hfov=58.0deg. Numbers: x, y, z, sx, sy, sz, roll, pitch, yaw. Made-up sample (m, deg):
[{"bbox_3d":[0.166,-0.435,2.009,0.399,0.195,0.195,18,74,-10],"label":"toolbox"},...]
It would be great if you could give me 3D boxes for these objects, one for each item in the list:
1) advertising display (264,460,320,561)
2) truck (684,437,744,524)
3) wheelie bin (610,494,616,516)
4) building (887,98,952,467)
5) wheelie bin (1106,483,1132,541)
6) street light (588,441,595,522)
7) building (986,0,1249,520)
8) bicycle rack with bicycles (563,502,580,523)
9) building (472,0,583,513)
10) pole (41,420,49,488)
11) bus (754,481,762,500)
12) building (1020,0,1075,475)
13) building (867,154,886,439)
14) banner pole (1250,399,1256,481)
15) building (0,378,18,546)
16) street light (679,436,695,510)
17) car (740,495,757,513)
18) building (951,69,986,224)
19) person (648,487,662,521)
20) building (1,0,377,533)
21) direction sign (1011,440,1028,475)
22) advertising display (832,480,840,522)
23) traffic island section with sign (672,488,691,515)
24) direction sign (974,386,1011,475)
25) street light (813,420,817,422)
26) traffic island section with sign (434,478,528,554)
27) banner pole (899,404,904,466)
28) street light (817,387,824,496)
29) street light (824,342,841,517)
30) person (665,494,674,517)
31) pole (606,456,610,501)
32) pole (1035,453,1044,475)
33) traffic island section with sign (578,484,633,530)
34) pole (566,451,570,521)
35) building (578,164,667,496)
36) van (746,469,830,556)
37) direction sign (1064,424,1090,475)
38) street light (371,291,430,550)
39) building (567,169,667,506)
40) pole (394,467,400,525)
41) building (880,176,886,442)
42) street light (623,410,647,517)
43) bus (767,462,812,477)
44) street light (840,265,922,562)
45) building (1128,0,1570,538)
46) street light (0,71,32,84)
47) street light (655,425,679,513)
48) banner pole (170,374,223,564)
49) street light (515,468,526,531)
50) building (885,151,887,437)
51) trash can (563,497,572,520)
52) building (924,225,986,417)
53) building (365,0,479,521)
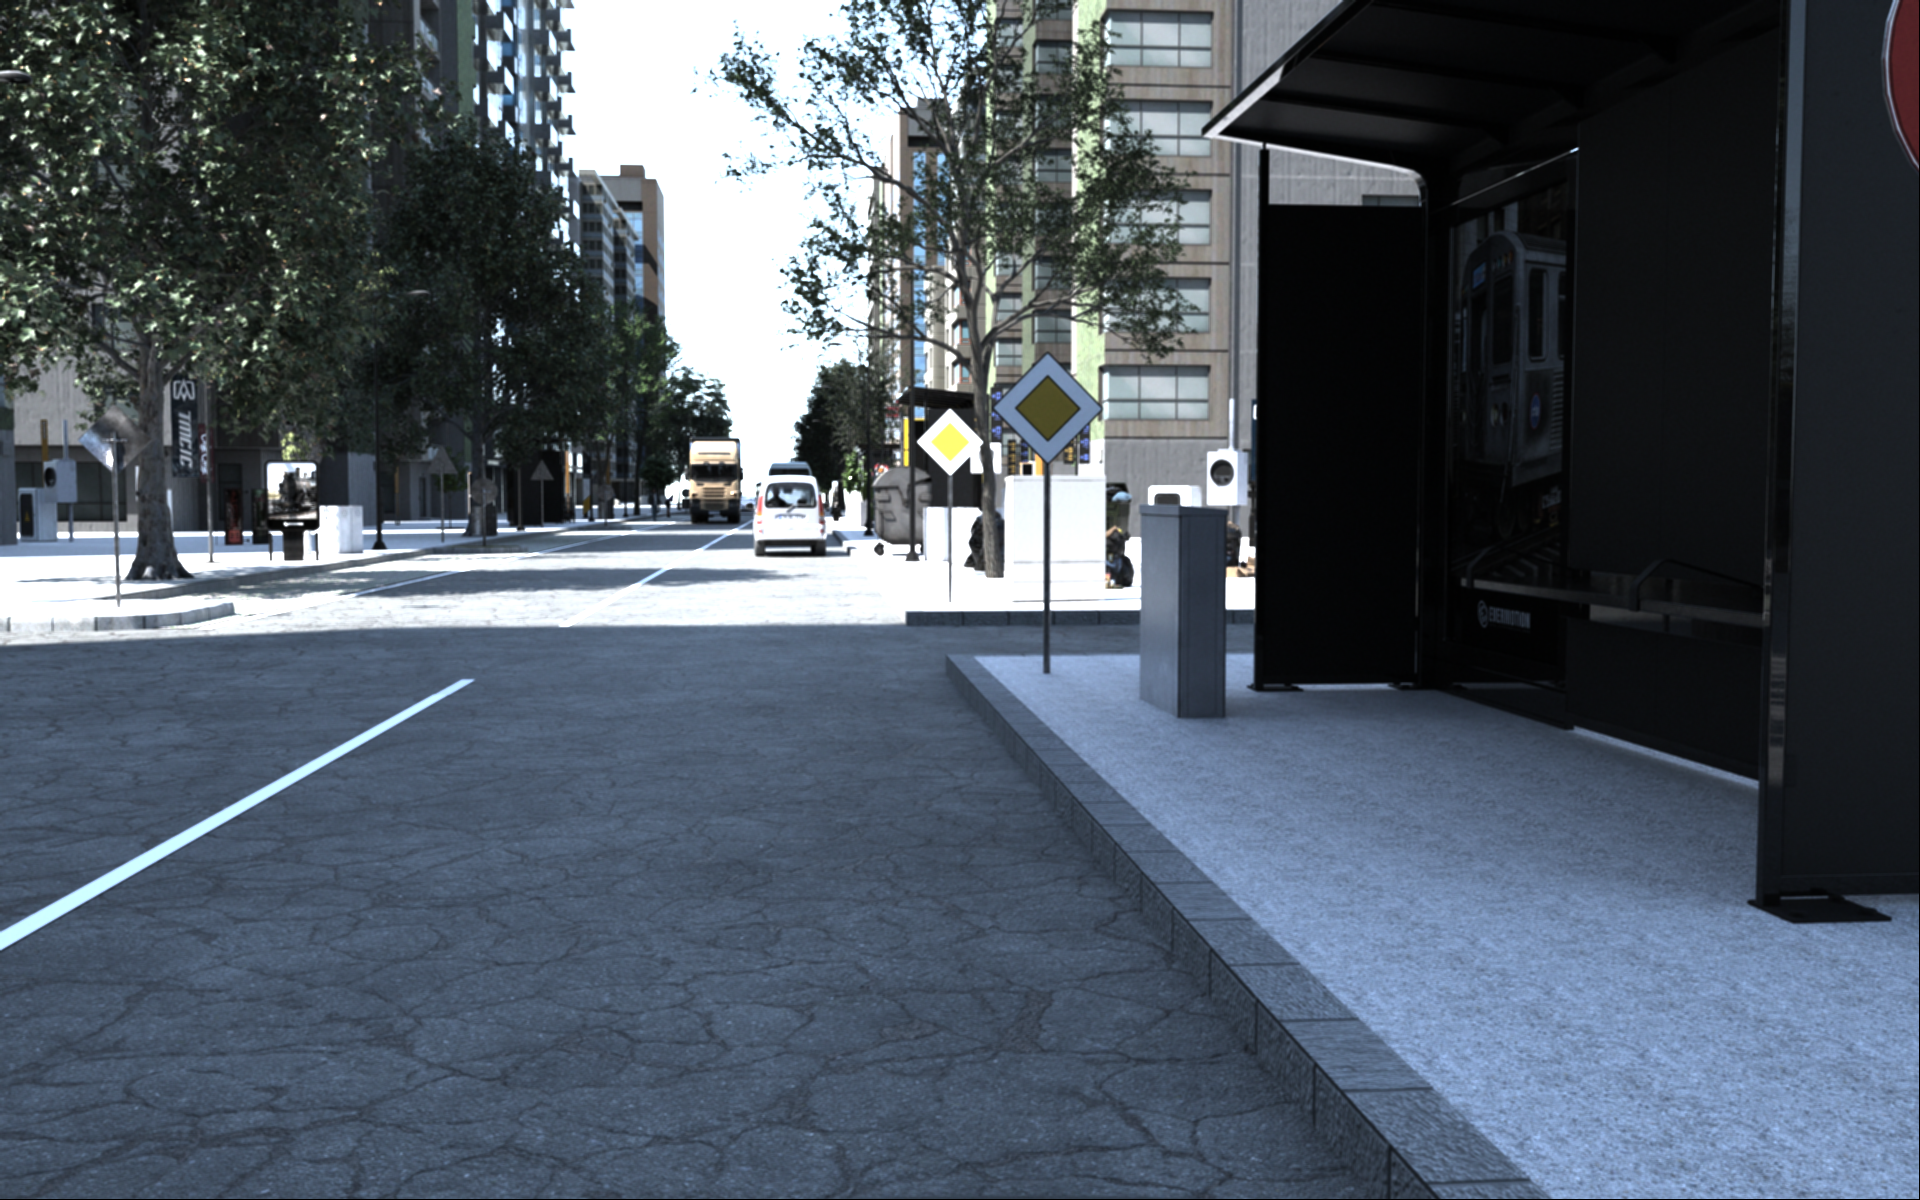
[{"bbox_3d":[-12.733,-1.703,33.054,0.974,1.923,0.123,0,4,-8],"label":"advertising display"},{"bbox_3d":[-12.336,-6.043,87.710,2.839,4.237,11.283,0,4,-7],"label":"truck"},{"bbox_3d":[-19.072,-5.247,93.691,0.980,1.594,0.693,1,4,8],"label":"wheelie bin"},{"bbox_3d":[-0.342,-33.453,197.059,14.600,45.320,14.200,0,4,-5],"label":"building"},{"bbox_3d":[4.265,-2.414,47.372,0.980,1.594,0.693,3,4,36],"label":"wheelie bin"},{"bbox_3d":[-16.708,-6.630,80.940,1.470,5.913,1.316,0,4,-5],"label":"street light"},{"bbox_3d":[8.362,-25.715,104.038,14.154,41.232,14.086,0,4,-5],"label":"building"},{"bbox_3d":[-18.152,-3.913,77.361,2.852,0.926,2.925,0,4,3],"label":"bicycle rack with bicycles"},{"bbox_3d":[-42.495,-31.656,137.179,23.786,49.044,30.456,0,4,-5],"label":"building"},{"bbox_3d":[-25.101,-3.285,47.561,0.158,3.312,0.155,0,3,0],"label":"pole"},{"bbox_3d":[-26.856,-14.953,239.341,2.948,3.499,13.247,0,4,-5],"label":"bus"},{"bbox_3d":[9.921,-19.435,89.471,14.160,30.474,14.107,0,4,-5],"label":"building"},{"bbox_3d":[-1.960,-37.922,243.721,21.300,48.544,21.600,0,4,-5],"label":"building"},{"bbox_3d":[7.133,-3.064,40.118,0.863,3.779,0.401,1,4,22],"label":"banner pole"},{"bbox_3d":[-30.274,-21.508,35.245,14.154,41.232,14.086,0,4,-5],"label":"building"},{"bbox_3d":[-21.812,-10.115,137.916,1.470,5.913,1.316,0,4,-5],"label":"street light"},{"bbox_3d":[-15.115,-6.696,121.842,2.083,1.381,4.827,0,4,-6],"label":"car"},{"bbox_3d":[11.984,-28.195,152.873,32.217,40.220,23.993,0,4,-5],"label":"building"},{"bbox_3d":[-16.123,-5.045,91.335,0.721,1.781,0.623,3,4,36],"label":"person"},{"bbox_3d":[-30.092,-17.781,62.413,14.160,30.474,14.107,0,4,-5],"label":"building"},{"bbox_3d":[2.422,-4.906,72.202,0.876,3.537,0.379,-1,4,-11],"label":"direction sign"},{"bbox_3d":[-5.779,-4.620,80.744,0.123,1.923,0.974,-1,4,-20],"label":"advertising display"},{"bbox_3d":[-18.650,-6.707,118.288,1.989,1.847,2.006,0,4,-5],"label":"traffic island section with sign"},{"bbox_3d":[0.595,-2.742,36.826,0.379,3.537,0.876,-3,5,-42],"label":"direction sign"},{"bbox_3d":[-7.152,-7.494,95.071,1.470,5.913,1.316,0,4,-5],"label":"street light"},{"bbox_3d":[-11.597,-2.048,42.109,1.989,1.847,2.006,0,4,-5],"label":"traffic island section with sign"},{"bbox_3d":[-1.614,-3.557,48.166,0.401,3.779,0.863,0,4,-6],"label":"banner pole"},{"bbox_3d":[-5.299,-6.239,74.543,1.470,5.913,1.316,0,4,-5],"label":"street light"},{"bbox_3d":[-3.345,-4.926,53.085,1.470,5.913,1.316,0,4,-5],"label":"street light"},{"bbox_3d":[-17.762,-5.767,106.021,0.421,1.427,0.697,2,4,34],"label":"person"},{"bbox_3d":[-18.712,-6.007,92.060,0.158,3.312,0.155,0,3,0],"label":"pole"},{"bbox_3d":[1.550,-2.407,33.199,0.158,3.312,0.155,0,3,0],"label":"pole"},{"bbox_3d":[-14.081,-3.689,68.950,1.989,1.847,2.006,0,4,-5],"label":"traffic island section with sign"},{"bbox_3d":[-18.688,-5.423,82.509,0.158,3.312,0.155,0,3,0],"label":"pole"},{"bbox_3d":[-47.951,-35.983,238.427,14.600,45.320,14.200,0,4,-5],"label":"building"},{"bbox_3d":[-4.085,-2.095,41.265,2.013,2.044,4.112,0,4,-7],"label":"van"},{"bbox_3d":[3.022,-3.234,44.872,0.379,3.537,0.876,-3,5,-45],"label":"direction sign"},{"bbox_3d":[-12.797,-4.105,39.656,1.470,5.913,1.316,0,4,-5],"label":"street light"},{"bbox_3d":[-53.975,-32.233,218.885,32.217,40.220,23.993,0,4,-5],"label":"building"},{"bbox_3d":[-23.337,-4.766,71.769,0.158,3.312,0.155,0,3,0],"label":"pole"},{"bbox_3d":[-3.445,-33.159,225.748,14.154,41.232,14.086,0,4,-5],"label":"building"},{"bbox_3d":[-18.039,-7.558,96.112,1.470,5.913,1.316,0,4,-5],"label":"street light"},{"bbox_3d":[-10.457,-6.785,105.787,2.948,3.499,13.247,0,4,-6],"label":"bus"},{"bbox_3d":[-1.438,-3.671,32.562,1.470,5.913,1.316,0,4,-5],"label":"street light"},{"bbox_3d":[10.536,-22.808,56.501,14.154,41.232,14.086,0,4,-5],"label":"building"},{"bbox_3d":[-10.894,-2.850,19.134,1.470,5.913,1.316,0,4,-5],"label":"street light"},{"bbox_3d":[-19.960,-8.828,116.871,1.470,5.913,1.316,0,4,-5],"label":"street light"},{"bbox_3d":[-14.095,-2.563,31.922,0.863,3.779,0.401,-2,4,-35],"label":"banner pole"},{"bbox_3d":[-14.772,-5.365,60.258,1.470,5.913,1.316,0,4,-5],"label":"street light"},{"bbox_3d":[-1.849,-34.315,211.154,14.600,45.320,14.200,0,4,-5],"label":"building"},{"bbox_3d":[-19.523,-4.527,85.663,0.748,1.137,0.748,0,3,0],"label":"trash can"},{"bbox_3d":[12.214,-17.232,126.780,27.650,21.520,28.899,0,4,-5],"label":"building"},{"bbox_3d":[-31.852,-24.494,84.072,14.154,41.232,14.086,0,4,-5],"label":"building"}]
